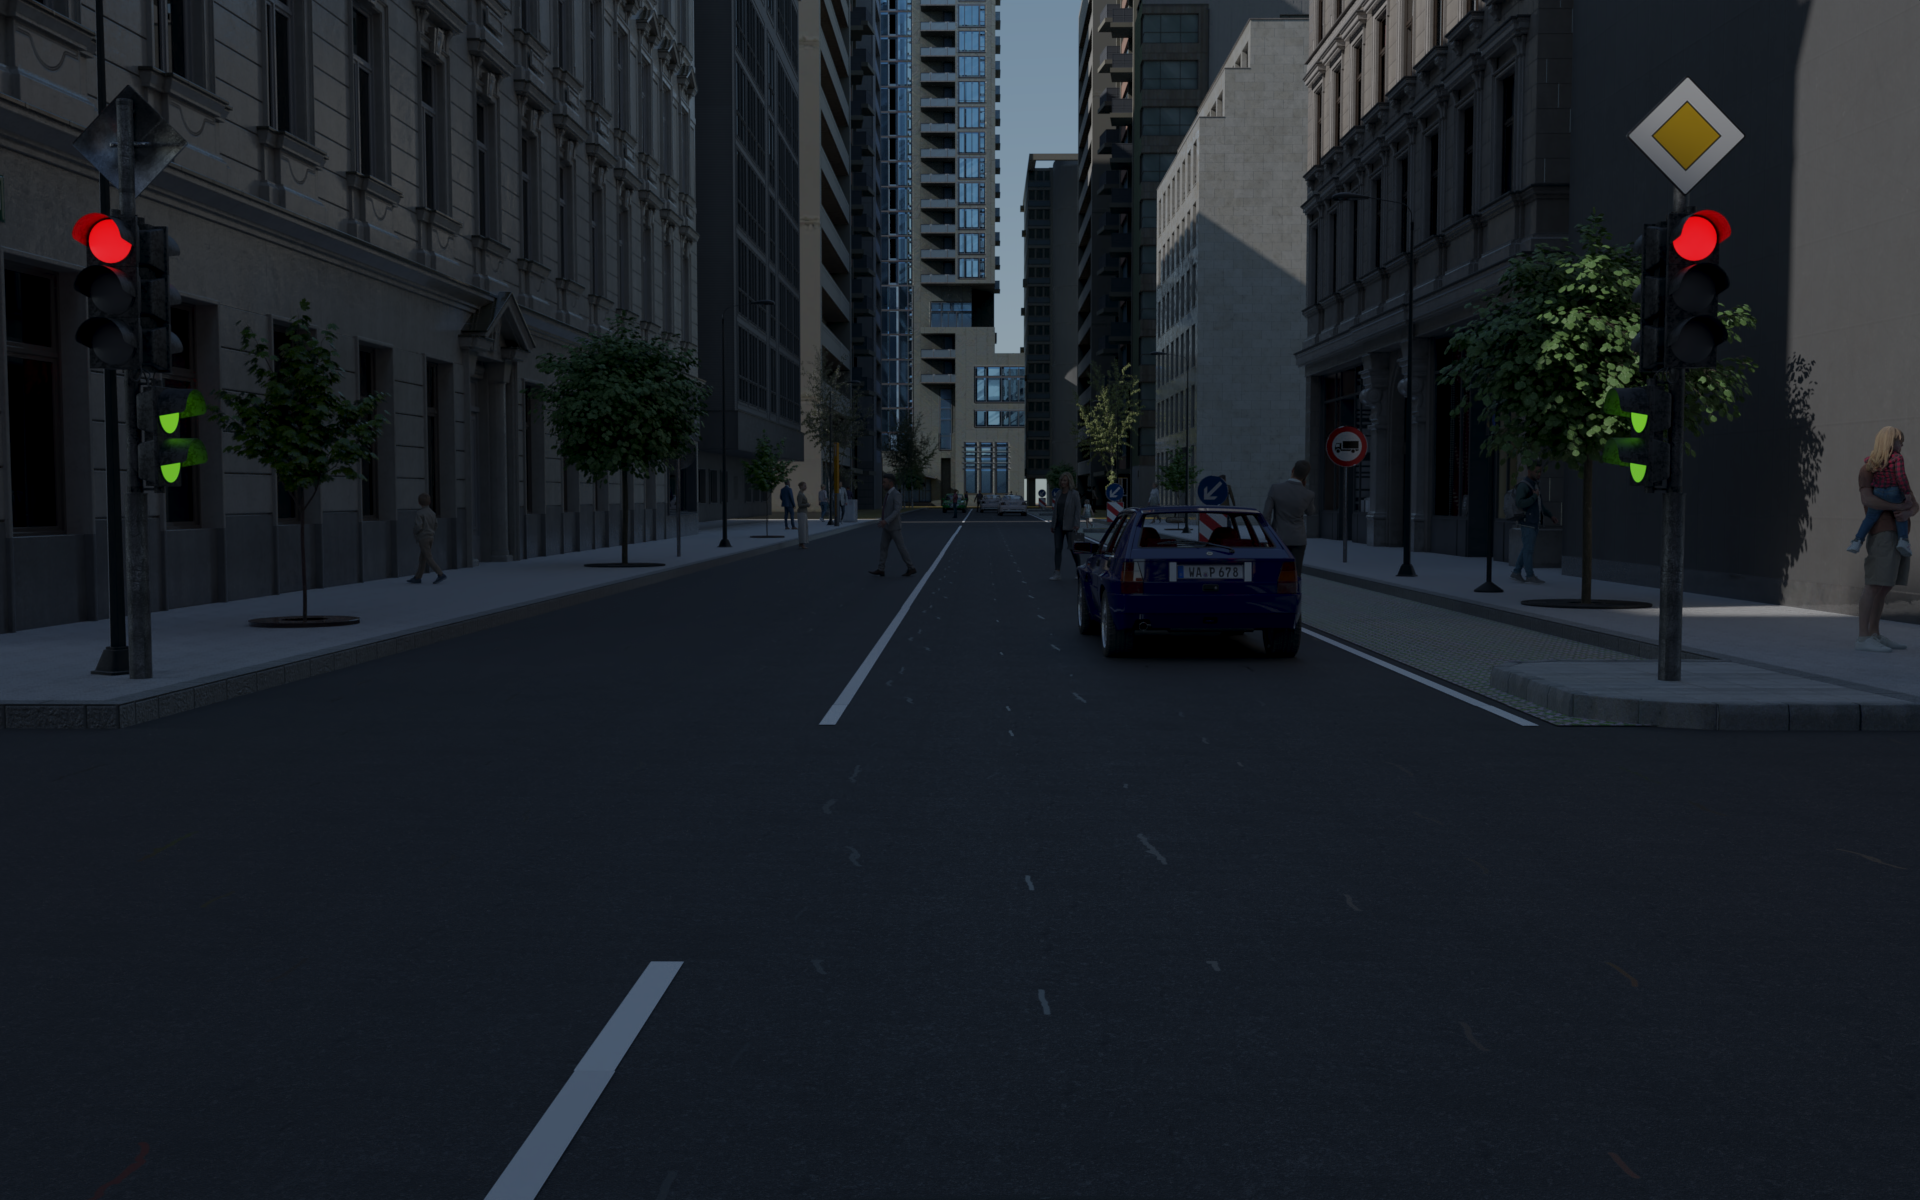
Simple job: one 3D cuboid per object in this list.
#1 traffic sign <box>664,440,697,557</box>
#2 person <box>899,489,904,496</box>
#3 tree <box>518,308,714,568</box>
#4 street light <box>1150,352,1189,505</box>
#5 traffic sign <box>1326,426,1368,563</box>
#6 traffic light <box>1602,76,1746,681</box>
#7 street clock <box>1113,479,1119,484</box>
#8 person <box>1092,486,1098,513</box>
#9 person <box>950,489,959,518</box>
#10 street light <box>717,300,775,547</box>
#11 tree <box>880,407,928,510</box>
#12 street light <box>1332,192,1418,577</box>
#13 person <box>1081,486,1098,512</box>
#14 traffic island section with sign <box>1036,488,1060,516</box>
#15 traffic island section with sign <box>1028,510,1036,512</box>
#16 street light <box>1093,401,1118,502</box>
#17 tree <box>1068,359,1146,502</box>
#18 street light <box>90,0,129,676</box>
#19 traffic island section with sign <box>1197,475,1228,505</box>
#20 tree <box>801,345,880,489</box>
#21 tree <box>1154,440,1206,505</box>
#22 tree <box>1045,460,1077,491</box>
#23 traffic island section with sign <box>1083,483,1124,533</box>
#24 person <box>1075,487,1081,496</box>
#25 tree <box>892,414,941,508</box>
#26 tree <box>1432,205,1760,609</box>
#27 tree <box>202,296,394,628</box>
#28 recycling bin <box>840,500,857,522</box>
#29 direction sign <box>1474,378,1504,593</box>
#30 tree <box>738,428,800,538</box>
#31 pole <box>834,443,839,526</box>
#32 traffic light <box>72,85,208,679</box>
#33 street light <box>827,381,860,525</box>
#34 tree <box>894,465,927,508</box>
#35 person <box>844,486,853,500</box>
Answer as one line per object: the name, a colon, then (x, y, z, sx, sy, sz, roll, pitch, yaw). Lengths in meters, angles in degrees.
traffic sign: (-5.761, -2.159, 35.406, 0.768, 2.556, 0.104, 0, 4, 5)
person: (-5.612, -9.368, 159.928, 1.217, 1.735, 0.721, -1, 4, -23)
tree: (-6.055, -2.875, 30.722, 4.285, 4.588, 4.351, 0, 3, 0)
street light: (6.885, -5.140, 56.588, 1.470, 5.913, 1.316, 0, 4, 1)
traffic sign: (7.219, -1.975, 32.403, 0.768, 2.556, 0.104, 0, 4, 3)
traffic light: (4.872, -1.401, 11.827, 0.839, 4.253, 0.868, 0, 4, 1)
street clock: (7.402, -4.665, 80.846, 0.471, 2.002, 0.358, -2, 4, -27)
person: (9.194, -6.867, 118.332, 0.705, 1.823, 1.348, 0, 4, -5)
person: (-0.363, -5.786, 103.819, 0.721, 1.743, 1.217, 1, 4, 17)
street light: (-5.129, -4.223, 41.587, 1.470, 5.913, 1.316, 0, 4, 1)
tree: (-4.851, -11.783, 143.019, 4.360, 8.622, 3.978, 0, 3, 0)
street light: (6.424, -3.321, 26.839, 1.470, 5.913, 1.316, 0, 4, 1)
person: (9.197, -7.188, 123.197, 1.348, 1.869, 0.705, 0, 4, -6)
traffic island section with sign: (6.227, -6.445, 114.009, 1.989, 1.847, 2.006, 0, 4, 1)
traffic island section with sign: (6.577, -8.130, 141.546, 1.989, 1.847, 2.006, 0, 4, 1)
street light: (7.284, -6.945, 86.086, 1.470, 5.913, 1.316, 0, 4, 1)
tree: (8.022, -8.746, 93.367, 4.737, 8.622, 4.395, 0, 3, 0)
street light: (-5.480, -2.426, 12.206, 1.470, 5.913, 1.316, 0, 4, 1)
traffic island section with sign: (5.241, -1.758, 37.365, 1.989, 1.847, 2.006, 0, 4, 1)
tree: (-6.327, -8.240, 85.082, 4.360, 8.622, 3.978, 0, 3, 0)
tree: (7.735, -4.094, 61.535, 1.663, 3.219, 1.824, 0, 3, 0)
tree: (9.696, -11.047, 164.329, 4.285, 4.588, 4.351, 0, 3, 0)
traffic island section with sign: (5.585, -3.406, 64.318, 1.989, 1.847, 2.006, 0, 4, 1)
person: (8.383, -7.294, 125.828, 1.217, 1.766, 0.721, -2, 4, -28)
tree: (-4.141, -12.755, 158.901, 4.737, 8.622, 4.395, 0, 3, 0)
tree: (7.185, -2.215, 19.927, 4.285, 4.588, 4.351, 0, 3, 0)
tree: (-6.324, -1.368, 16.967, 1.663, 3.219, 1.824, 0, 3, 0)
recycling bin: (-5.221, -4.122, 79.945, 0.722, 1.027, 0.722, 1, 4, 13)
direction sign: (6.922, -1.870, 22.568, 0.379, 3.537, 0.876, 1, 4, 9)
tree: (-5.798, -3.449, 50.992, 1.663, 3.219, 1.824, 0, 3, 0)
pole: (-4.898, -4.581, 68.740, 0.158, 3.312, 0.155, 0, 3, 0)
traffic light: (-5.689, -1.408, 11.946, 0.839, 4.253, 0.868, 0, 4, 1)
street light: (-4.776, -6.026, 71.074, 1.470, 5.913, 1.316, 0, 4, 1)
tree: (-4.769, -11.071, 164.722, 4.285, 4.588, 4.351, 0, 3, 0)
person: (-6.033, -5.291, 93.462, 0.541, 1.710, 0.530, 1, 4, 17)
